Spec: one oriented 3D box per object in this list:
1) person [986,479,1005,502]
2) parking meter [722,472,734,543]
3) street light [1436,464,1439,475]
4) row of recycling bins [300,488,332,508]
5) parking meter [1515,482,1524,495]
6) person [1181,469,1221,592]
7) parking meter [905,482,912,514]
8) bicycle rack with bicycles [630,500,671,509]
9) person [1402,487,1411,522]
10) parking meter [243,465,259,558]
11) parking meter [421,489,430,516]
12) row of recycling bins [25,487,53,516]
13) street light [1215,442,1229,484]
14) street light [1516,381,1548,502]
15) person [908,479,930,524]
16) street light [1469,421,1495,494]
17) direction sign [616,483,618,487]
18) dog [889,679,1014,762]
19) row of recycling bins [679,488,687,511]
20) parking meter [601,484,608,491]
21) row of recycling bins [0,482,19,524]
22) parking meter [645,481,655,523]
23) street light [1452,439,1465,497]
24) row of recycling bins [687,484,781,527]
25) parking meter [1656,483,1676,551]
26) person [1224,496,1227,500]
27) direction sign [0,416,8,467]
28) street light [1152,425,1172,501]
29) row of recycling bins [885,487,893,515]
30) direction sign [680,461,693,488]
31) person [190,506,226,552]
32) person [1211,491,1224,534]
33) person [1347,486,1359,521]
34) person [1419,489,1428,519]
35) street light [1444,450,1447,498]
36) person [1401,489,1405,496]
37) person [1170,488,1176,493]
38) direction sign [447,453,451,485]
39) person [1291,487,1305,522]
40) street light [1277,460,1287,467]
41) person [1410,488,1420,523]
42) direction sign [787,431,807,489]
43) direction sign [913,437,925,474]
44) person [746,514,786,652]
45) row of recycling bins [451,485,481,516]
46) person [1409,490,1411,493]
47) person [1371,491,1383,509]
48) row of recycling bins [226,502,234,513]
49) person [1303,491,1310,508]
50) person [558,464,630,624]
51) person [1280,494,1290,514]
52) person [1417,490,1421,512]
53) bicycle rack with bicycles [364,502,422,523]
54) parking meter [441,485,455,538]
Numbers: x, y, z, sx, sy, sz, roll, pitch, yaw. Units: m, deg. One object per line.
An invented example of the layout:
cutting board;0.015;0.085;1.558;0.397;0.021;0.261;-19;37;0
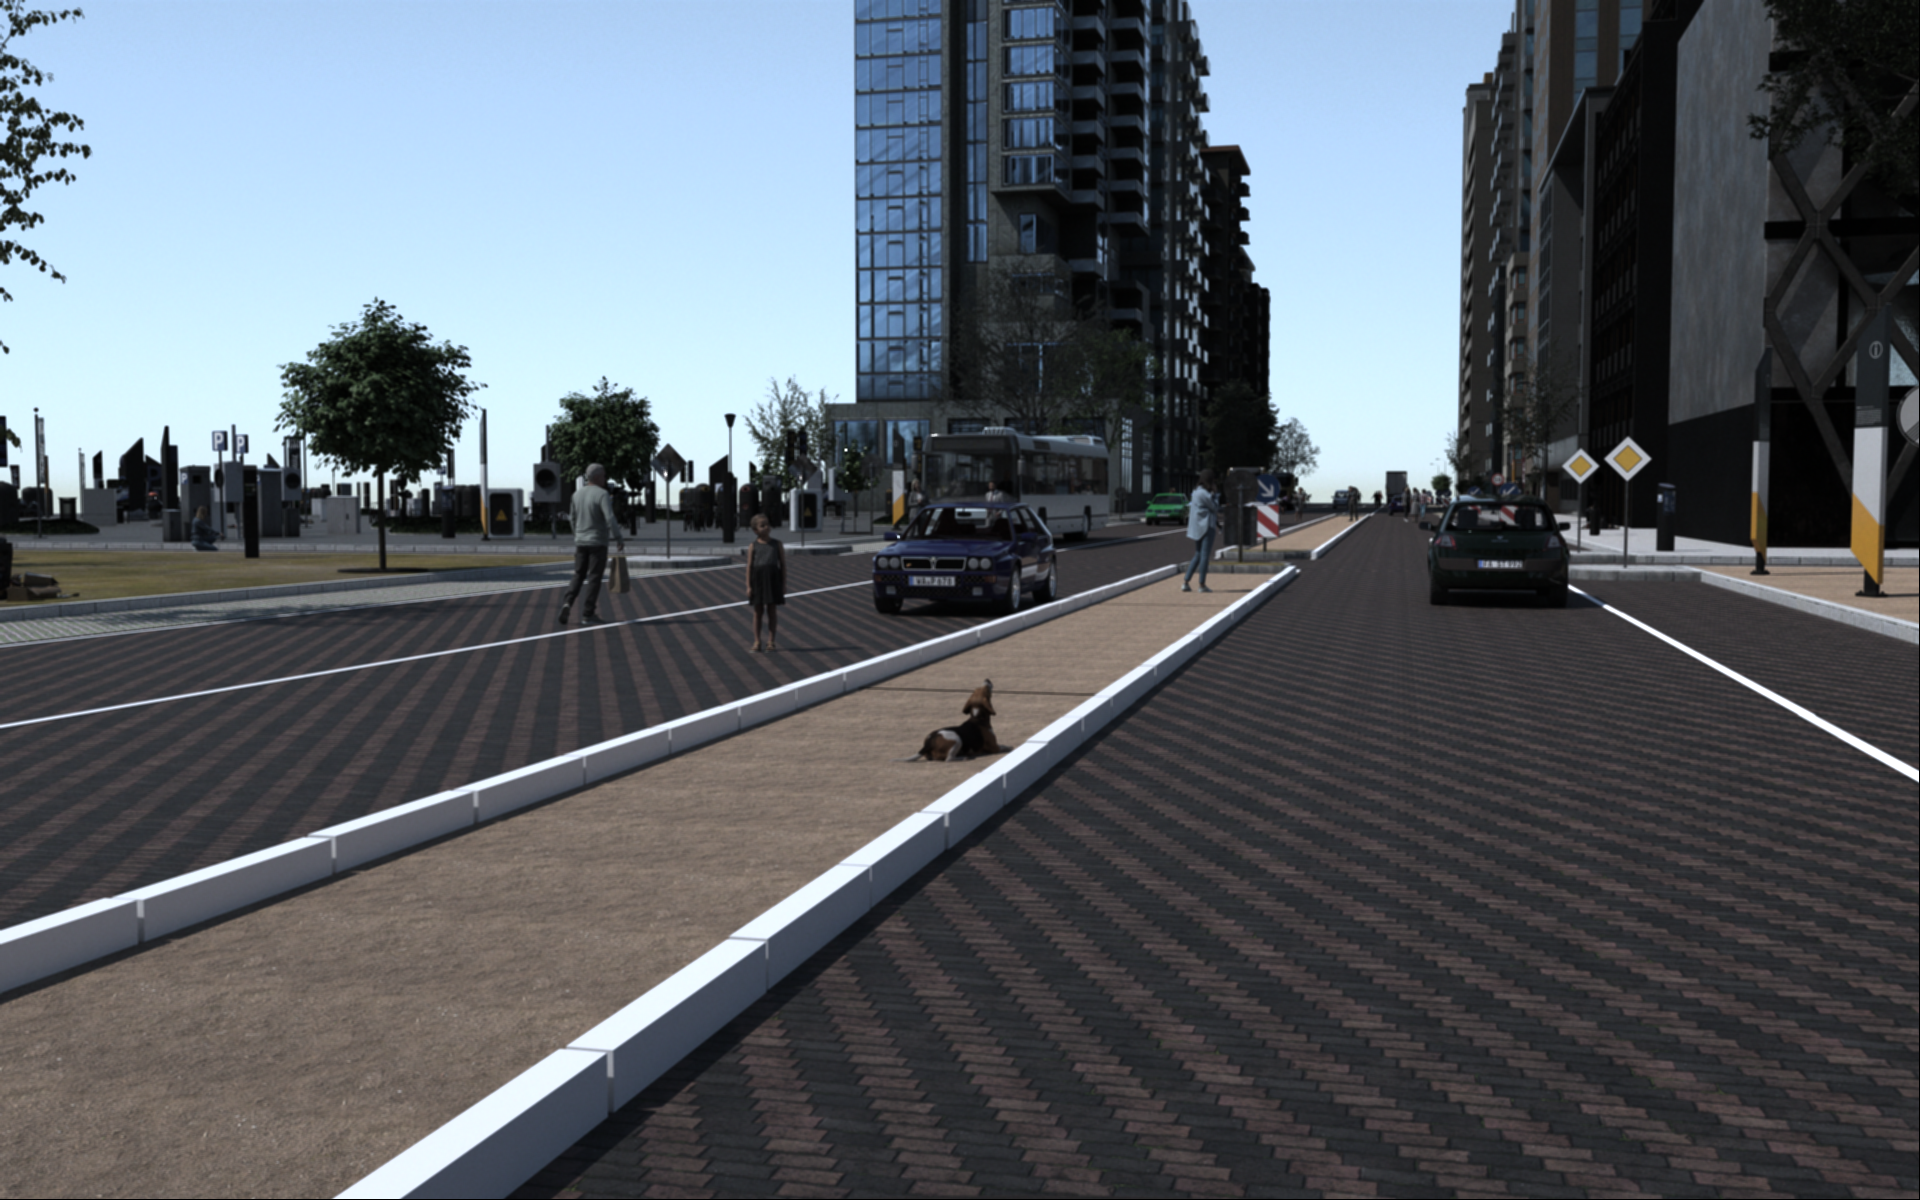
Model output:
person;0.849;-2.047;42.248;0.678;1.792;0.850;2;4;34
parking meter;-6.109;-2.446;45.700;0.255;1.863;0.399;0;4;1
street light;62.909;-15.542;226.657;1.470;5.913;1.316;1;4;14
row of recycling bins;-41.303;-6.353;110.989;3.534;1.692;1.069;3;5;45
parking meter;27.159;-4.798;84.155;0.399;1.863;0.255;2;4;26
person;3.493;-1.001;25.138;0.793;1.790;0.793;3;5;41
parking meter;-2.539;-4.797;84.150;0.255;1.863;0.399;-3;5;-41
bicycle rack with bicycles;-19.362;-5.728;107.039;2.852;0.926;2.925;3;5;44
person;23.318;-4.980;90.108;0.709;1.800;0.728;0;4;-8
parking meter;-14.252;-1.780;34.817;0.255;1.863;0.399;-1;4;-21
parking meter;-24.835;-4.410;80.516;0.372;1.533;0.369;0;3;0
row of recycling bins;-54.275;-5.804;102.000;1.069;1.692;3.534;-1;4;-11
street light;23.327;-11.133;154.567;1.470;5.913;1.316;1;4;14
street light;23.555;-6.038;71.265;1.470;5.913;1.316;1;4;14
person;-0.993;-2.046;42.135;0.537;1.800;0.526;0;4;-3
street light;33.242;-8.384;109.622;1.470;5.913;1.316;1;4;14
direction sign;-17.966;-6.036;90.690;0.876;3.537;0.379;3;4;36
dog;-0.052;0.657;9.457;0.748;0.427;0.550;0;4;-6
row of recycling bins;-17.613;-6.524;113.785;1.069;1.692;3.534;-1;4;-23
parking meter;-19.547;-5.474;95.207;0.399;1.863;0.255;2;4;26
row of recycling bins;-34.185;-3.323;61.440;1.069;1.692;3.534;-3;4;-37
parking meter;-13.780;-4.357;76.949;0.399;1.863;0.255;2;4;31
street light;42.635;-10.652;146.699;1.470;5.913;1.316;1;4;14
row of recycling bins;-8.749;-3.723;67.980;3.534;1.692;1.069;0;4;6
parking meter;15.868;-1.866;38.919;0.372;1.533;0.369;0;3;0
person;22.520;-8.199;145.743;0.628;1.438;0.799;1;4;15
direction sign;-28.018;-3.551;50.059;0.876;3.537;0.379;-2;4;-30
street light;13.586;-8.825;116.828;1.470;5.913;1.316;1;4;14
row of recycling bins;-3.495;-6.099;106.826;1.069;1.692;3.534;-2;4;-31
direction sign;-18.443;-7.645;116.992;0.876;3.537;0.379;-1;4;-18
person;-17.620;-1.622;40.521;0.738;1.151;1.012;-2;4;-26
person;9.062;-3.293;62.180;0.795;1.843;0.661;-2;4;-25
person;20.562;-5.038;90.673;0.655;1.846;0.447;3;5;41
person;26.846;-5.571;100.417;0.563;1.720;0.643;3;5;45
street light;52.185;-12.946;184.203;1.470;5.913;1.316;1;4;14
person;34.457;-7.717;134.537;0.709;1.838;0.599;-1;4;-15
person;13.447;-6.170;109.348;0.573;1.828;0.580;2;4;29
direction sign;-25.265;-5.732;85.722;0.379;3.537;0.876;0;4;-5
person;17.469;-4.934;89.528;0.716;1.782;0.532;1;4;15
street light;43.654;-16.066;235.214;1.470;5.913;1.316;1;4;14
person;22.905;-4.782;87.262;0.480;1.755;0.524;-1;4;-11
direction sign;-5.846;-4.292;62.175;0.876;3.537;0.379;-3;5;-42
direction sign;-1.405;-4.666;68.290;0.876;3.537;0.379;1;4;8
person;-1.760;-0.158;15.752;0.362;1.253;0.373;0;4;-2
row of recycling bins;-22.703;-4.394;78.955;1.069;1.692;3.534;-2;4;-34
person;45.266;-10.140;174.295;1.348;1.824;0.705;3;5;44
person;39.442;-9.442;163.700;1.217;1.723;0.721;2;4;31
row of recycling bins;-50.087;-6.816;118.553;1.069;1.692;3.534;2;4;34
person;36.341;-10.663;182.925;1.350;1.814;0.705;0;4;7
person;-3.999;-0.614;19.022;0.782;1.767;0.515;2;4;29
person;22.787;-6.706;121.376;0.697;1.427;0.421;0;4;6
person;37.569;-8.119;141.688;0.683;1.767;0.568;-1;4;-10
bicycle rack with bicycles;-25.068;-3.855;76.413;2.852;0.926;2.925;0;4;-1
parking meter;-14.973;-2.584;50.667;0.372;1.533;0.369;0;3;0
